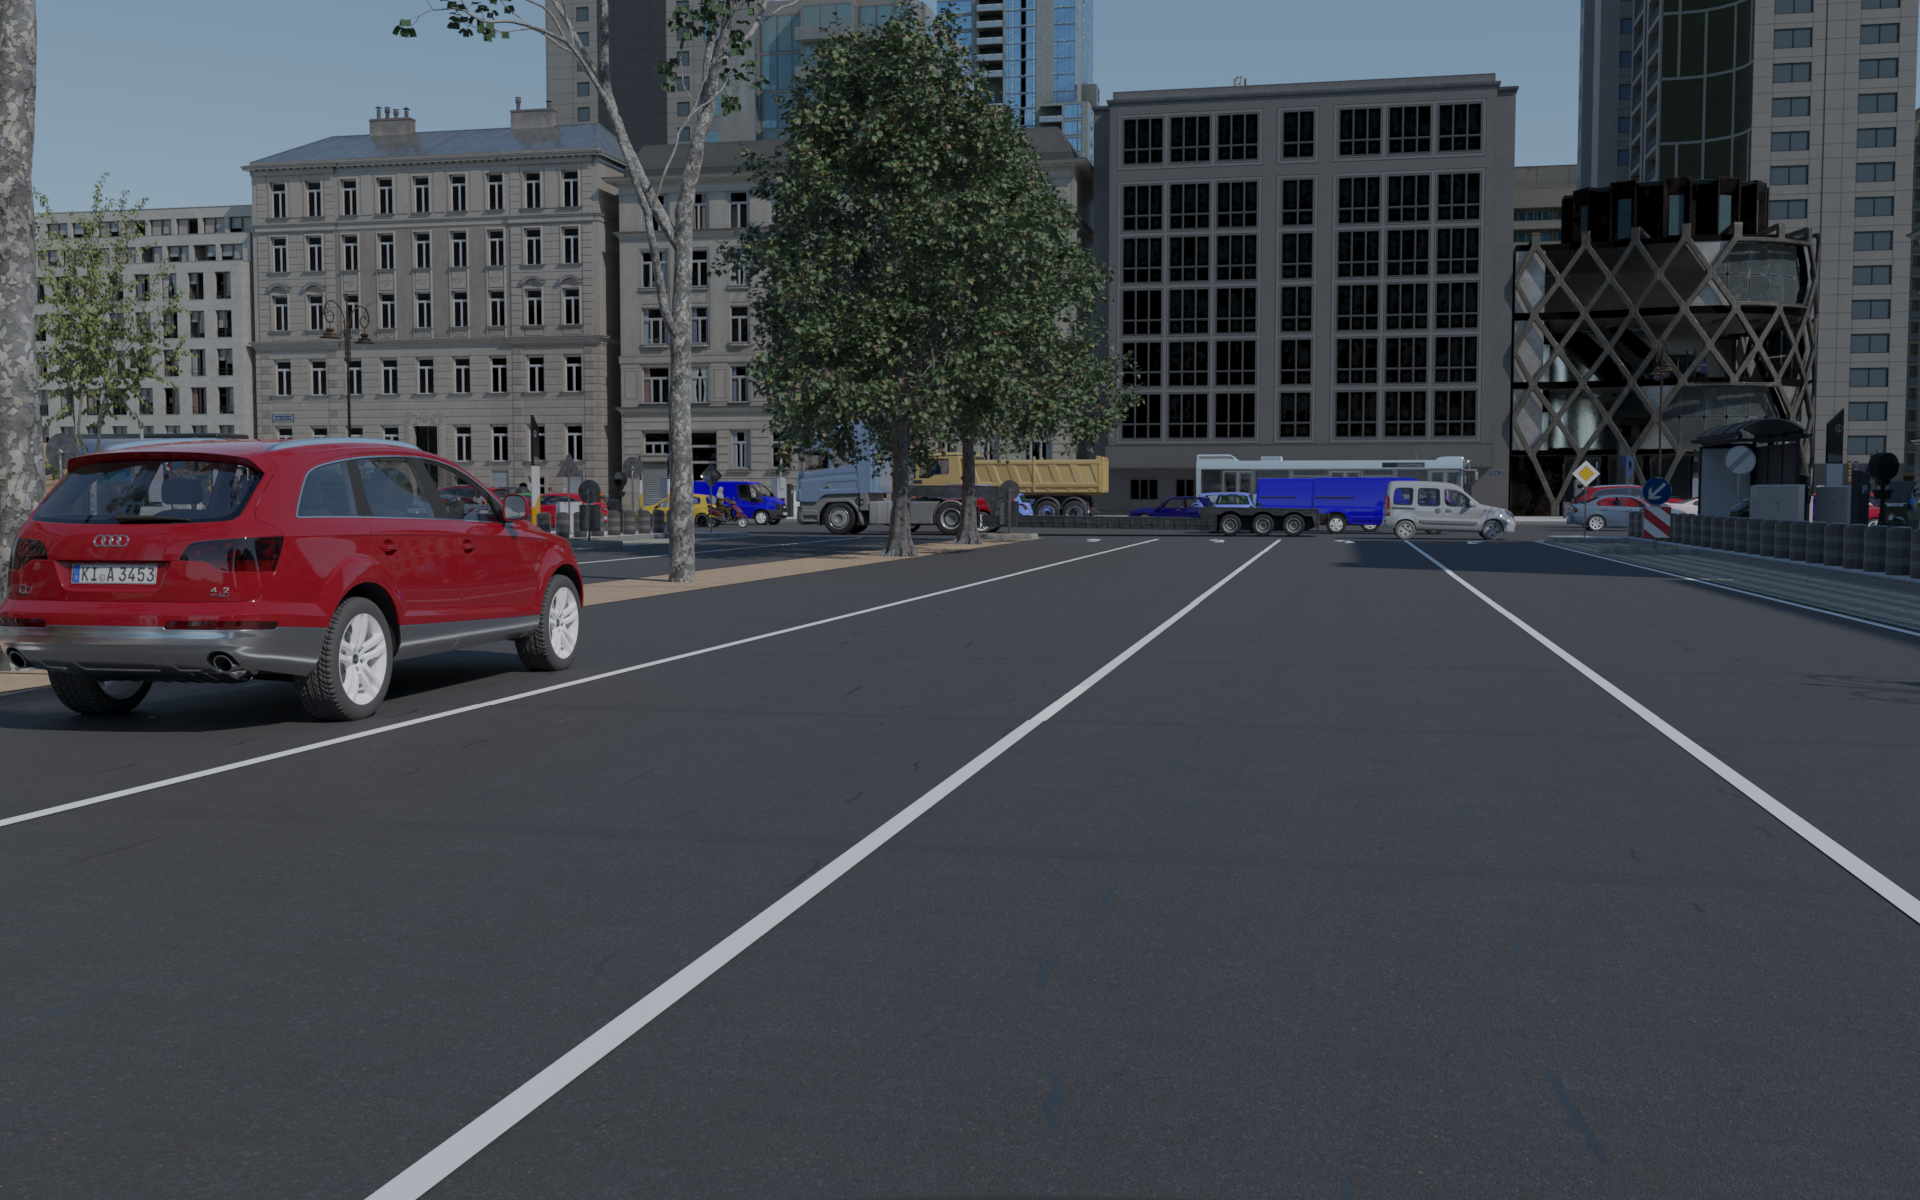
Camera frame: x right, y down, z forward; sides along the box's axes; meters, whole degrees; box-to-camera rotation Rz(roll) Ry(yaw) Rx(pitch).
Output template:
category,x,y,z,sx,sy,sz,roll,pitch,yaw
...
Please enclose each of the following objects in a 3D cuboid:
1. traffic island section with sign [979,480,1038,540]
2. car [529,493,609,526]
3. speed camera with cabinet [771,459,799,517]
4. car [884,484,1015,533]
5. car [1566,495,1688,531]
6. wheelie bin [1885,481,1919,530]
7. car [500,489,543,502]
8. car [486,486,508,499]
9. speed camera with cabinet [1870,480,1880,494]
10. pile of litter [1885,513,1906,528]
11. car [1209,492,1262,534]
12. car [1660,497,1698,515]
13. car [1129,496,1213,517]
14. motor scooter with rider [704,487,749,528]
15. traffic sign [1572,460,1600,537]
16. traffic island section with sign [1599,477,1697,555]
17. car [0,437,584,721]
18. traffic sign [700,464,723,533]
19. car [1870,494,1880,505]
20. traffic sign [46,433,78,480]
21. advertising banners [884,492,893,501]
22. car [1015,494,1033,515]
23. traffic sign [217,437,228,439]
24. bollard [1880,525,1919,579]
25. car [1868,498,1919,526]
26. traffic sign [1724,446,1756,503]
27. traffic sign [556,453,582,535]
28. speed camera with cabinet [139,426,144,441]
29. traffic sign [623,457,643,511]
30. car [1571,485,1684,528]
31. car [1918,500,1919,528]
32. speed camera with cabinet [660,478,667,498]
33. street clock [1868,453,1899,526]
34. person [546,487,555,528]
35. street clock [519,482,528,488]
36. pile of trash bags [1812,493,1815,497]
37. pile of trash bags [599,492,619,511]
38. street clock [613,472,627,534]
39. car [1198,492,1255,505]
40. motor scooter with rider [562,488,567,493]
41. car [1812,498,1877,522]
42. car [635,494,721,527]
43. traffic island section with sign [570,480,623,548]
category,x,y,z,sx,sy,sz,roll,pitch,yaw
traffic island section with sign,1.470,-2.902,55.592,2.006,1.907,1.989,1,4,12
car,-15.944,-3.578,67.536,4.494,1.783,2.155,1,4,11
speed camera with cabinet,-9.802,-6.358,98.296,0.660,3.252,2.038,3,5,40
car,-0.456,-3.433,64.808,5.304,1.827,2.281,1,4,12
car,25.969,-3.387,67.376,4.499,1.417,2.014,1,4,12
wheelie bin,22.924,-2.096,42.179,0.693,1.594,0.980,-2,4,-30
car,-18.617,-4.120,76.159,4.718,1.807,1.959,1,4,13
car,-23.079,-4.339,79.616,5.304,1.827,2.281,1,4,10
speed camera with cabinet,56.254,-6.867,106.609,0.660,3.252,2.038,1,4,21
pile of litter,21.382,-1.537,39.101,1.176,0.858,1.719,3,4,37
car,10.139,-3.326,63.971,1.945,1.707,3.694,1,4,12
car,30.546,-3.492,69.455,4.827,1.381,2.083,1,4,12
car,8.894,-3.604,71.501,3.894,1.354,1.945,1,4,12
motor scooter with rider,-9.989,-3.974,73.941,1.986,1.779,0.876,1,4,13
traffic sign,18.598,-2.928,51.513,0.795,2.450,0.064,1,4,12
traffic island section with sign,16.408,-2.006,41.419,1.989,1.847,2.006,1,4,12
car,-4.490,-0.241,12.616,2.281,1.827,5.304,1,4,10
traffic sign,-8.252,-3.289,57.422,0.795,2.450,0.064,1,4,12
car,34.437,-3.463,65.668,4.494,1.783,2.155,1,4,11
traffic sign,-18.780,-2.207,36.196,0.768,2.556,0.104,1,4,13
advertising banners,-3.960,-5.679,89.034,2.074,3.025,0.090,2,4,28
car,1.344,-4.070,76.134,3.694,1.707,1.945,1,4,11
traffic sign,-16.532,-2.368,38.823,0.768,2.556,0.104,1,4,15
bollard,14.890,-0.777,27.421,0.404,0.777,0.398,0,3,0
car,30.049,-2.790,54.651,4.494,1.783,2.155,1,4,11
traffic sign,20.641,-2.801,45.907,0.768,2.556,0.104,1,4,15
traffic sign,-12.321,-3.338,54.573,0.884,2.594,0.081,1,4,13
speed camera with cabinet,-23.099,-3.431,50.436,2.038,3.252,0.660,1,4,18
traffic sign,-11.151,-3.601,58.983,0.768,2.556,0.104,1,4,17
car,28.516,-3.939,73.080,5.304,1.827,2.281,1,4,11
car,30.426,-2.458,51.988,4.920,1.459,2.131,1,4,12
speed camera with cabinet,-16.256,-6.328,97.800,0.660,3.252,2.038,1,4,17
street clock,16.137,-1.574,30.307,0.471,2.002,0.358,-1,4,-17
person,-17.057,-3.853,72.311,0.431,1.722,0.655,-3,4,-36
street clock,-27.278,-6.342,108.265,0.471,2.002,0.358,0,4,8
pile of trash bags,66.560,-7.448,131.529,3.447,1.369,1.912,1,4,15
pile of trash bags,-19.561,-5.186,94.540,1.912,1.369,3.447,-1,4,-9
street clock,-11.040,-3.165,56.324,0.471,2.002,0.358,3,5,41
car,11.614,-3.917,73.627,3.694,1.707,1.945,1,4,14
motor scooter with rider,-19.585,-4.760,86.794,1.986,1.779,0.876,1,4,11
car,29.786,-2.754,57.613,3.894,1.354,1.945,1,4,14
car,-12.377,-4.045,76.355,3.980,1.641,2.015,1,4,13
traffic island section with sign,-10.258,-2.342,46.926,1.989,1.847,2.006,1,4,12
